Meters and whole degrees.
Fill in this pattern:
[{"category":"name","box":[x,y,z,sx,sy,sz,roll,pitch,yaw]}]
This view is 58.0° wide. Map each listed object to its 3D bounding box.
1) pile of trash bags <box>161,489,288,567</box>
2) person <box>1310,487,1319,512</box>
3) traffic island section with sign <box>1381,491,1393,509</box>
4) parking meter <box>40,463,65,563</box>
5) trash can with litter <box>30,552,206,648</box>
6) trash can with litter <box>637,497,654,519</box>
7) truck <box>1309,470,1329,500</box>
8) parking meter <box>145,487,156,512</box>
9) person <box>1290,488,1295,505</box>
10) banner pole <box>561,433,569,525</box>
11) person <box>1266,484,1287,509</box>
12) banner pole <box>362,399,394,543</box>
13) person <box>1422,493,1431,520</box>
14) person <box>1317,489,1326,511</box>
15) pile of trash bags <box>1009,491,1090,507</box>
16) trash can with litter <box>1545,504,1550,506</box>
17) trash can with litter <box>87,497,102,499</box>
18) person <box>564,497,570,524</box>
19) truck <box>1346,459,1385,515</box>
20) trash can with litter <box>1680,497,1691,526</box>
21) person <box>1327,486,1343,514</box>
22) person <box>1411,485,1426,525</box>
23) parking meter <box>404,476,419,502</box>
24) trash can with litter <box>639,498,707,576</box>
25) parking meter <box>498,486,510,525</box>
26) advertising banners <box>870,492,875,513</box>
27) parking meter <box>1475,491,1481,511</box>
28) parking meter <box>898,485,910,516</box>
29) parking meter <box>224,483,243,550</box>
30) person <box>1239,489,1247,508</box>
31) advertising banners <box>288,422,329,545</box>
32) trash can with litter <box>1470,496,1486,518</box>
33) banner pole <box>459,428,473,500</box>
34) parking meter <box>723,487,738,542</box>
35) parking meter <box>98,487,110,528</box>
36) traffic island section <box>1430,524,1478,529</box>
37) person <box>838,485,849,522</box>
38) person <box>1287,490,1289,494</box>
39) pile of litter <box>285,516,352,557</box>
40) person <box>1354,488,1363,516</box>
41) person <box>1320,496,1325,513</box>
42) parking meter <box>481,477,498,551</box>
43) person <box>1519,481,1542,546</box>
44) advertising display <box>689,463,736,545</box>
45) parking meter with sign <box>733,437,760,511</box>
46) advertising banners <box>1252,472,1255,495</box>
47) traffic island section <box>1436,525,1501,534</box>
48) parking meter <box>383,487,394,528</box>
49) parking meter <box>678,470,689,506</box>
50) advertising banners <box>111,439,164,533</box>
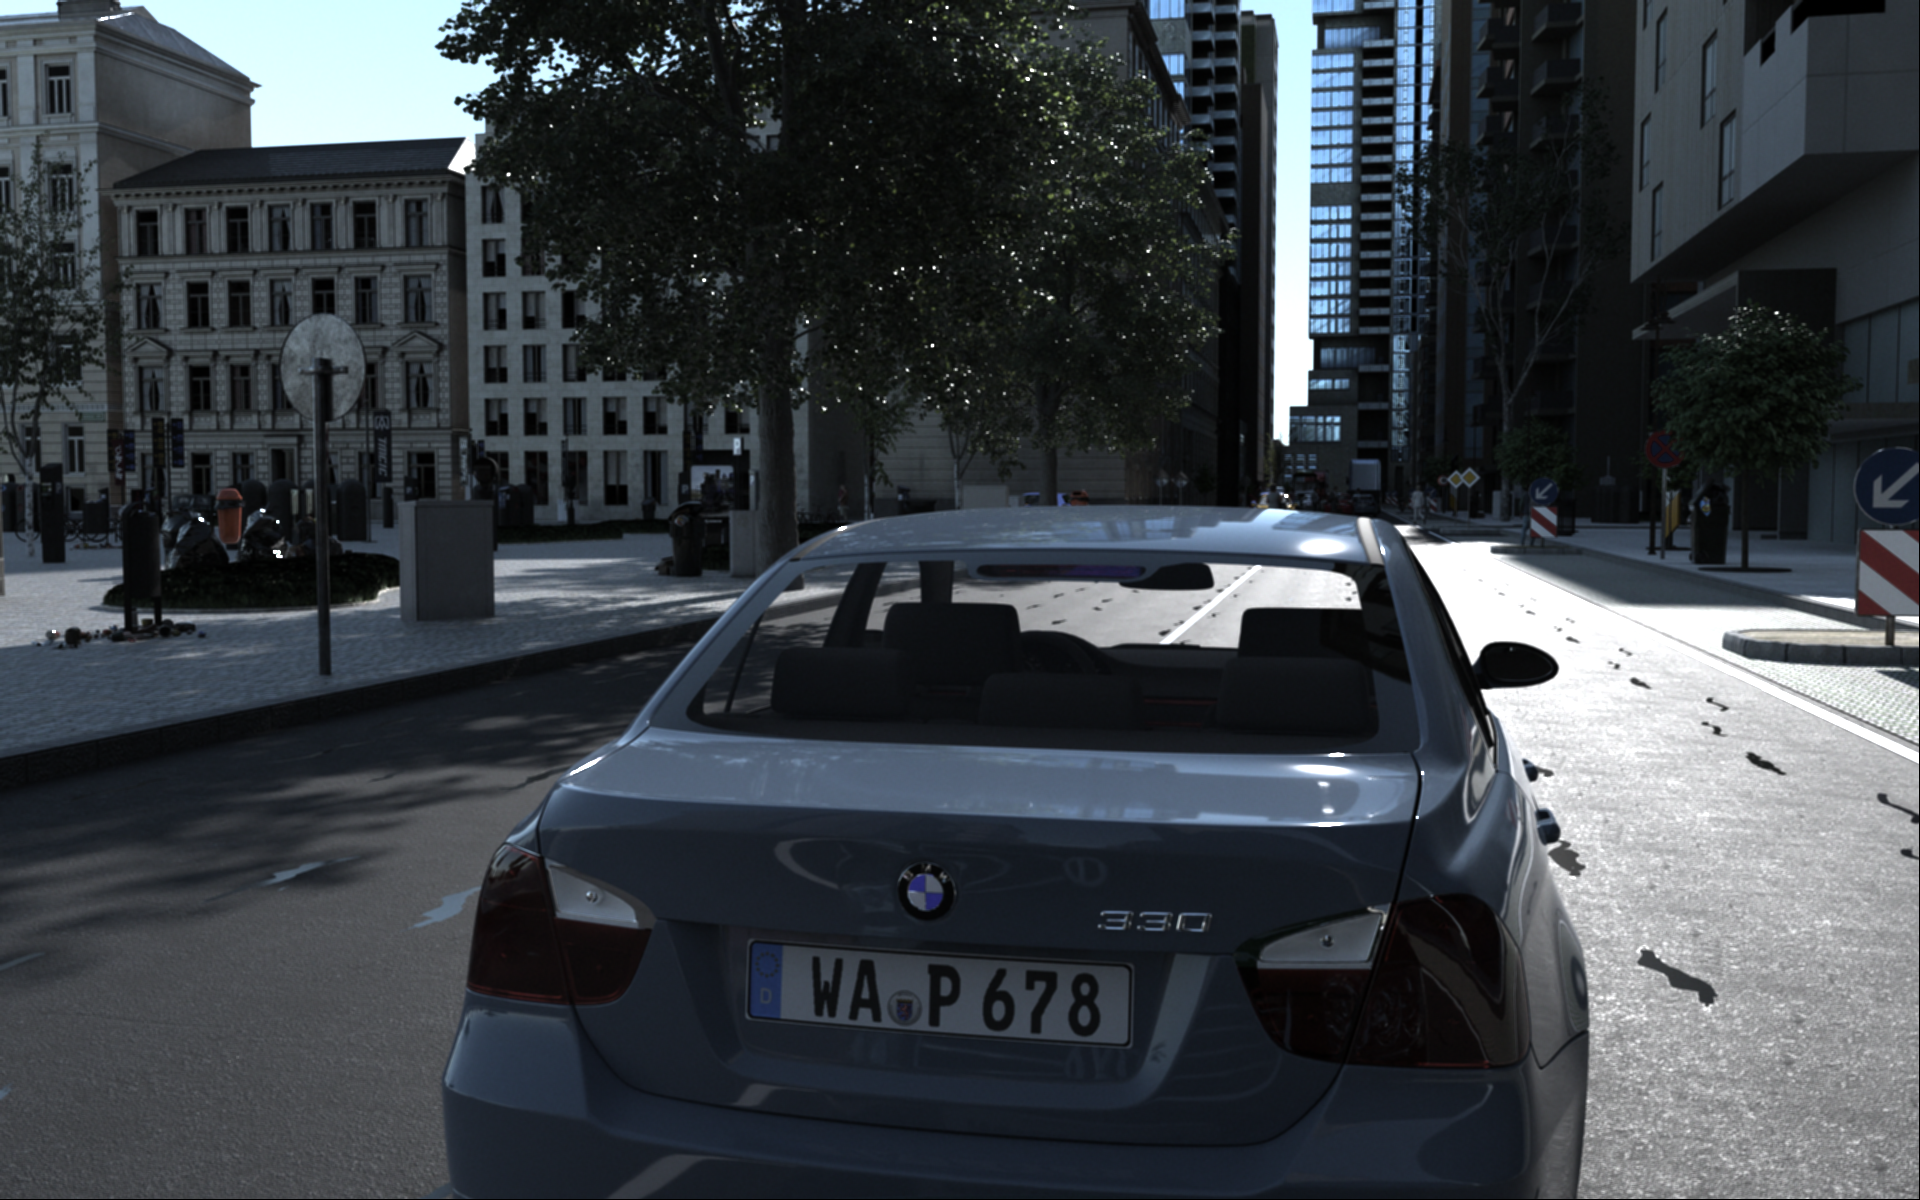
[{"category":"pile of trash bags","box":[-11.806,-1.109,27.891,1.912,1.369,3.447,-1,4,-22]},{"category":"person","box":[21.523,-5.932,105.336,0.661,1.843,0.795,-3,5,-42]},{"category":"traffic island section with sign","box":[48.747,-11.568,197.769,1.989,1.847,2.006,1,4,13]},{"category":"parking meter","box":[-16.949,-1.629,32.342,0.255,1.863,0.399,0,4,2]},{"category":"trash can with litter","box":[-7.601,-0.267,15.425,1.678,1.210,2.233,0,4,4]},{"category":"trash can with litter","box":[-12.776,-3.617,70.522,0.624,1.170,1.055,2,4,24]},{"category":"truck","box":[41.508,-13.012,201.658,2.839,4.237,11.283,1,4,14]},{"category":"parking meter","box":[-30.574,-3.488,65.433,0.372,1.533,0.369,0,3,0]},{"category":"person","box":[20.552,-6.047,107.375,0.388,1.821,0.555,-2,4,-26]},{"category":"banner pole","box":[-16.201,-4.959,71.101,0.401,3.779,0.863,1,4,8]},{"category":"person","box":[10.840,-3.076,59.144,0.716,1.782,0.532,2,4,29]},{"category":"banner pole","box":[-15.452,-3.418,45.901,0.863,3.779,0.401,0,4,-4]},{"category":"person","box":[25.307,-5.060,93.830,0.503,1.515,0.523,3,5,40]},{"category":"person","box":[30.925,-8.575,148.646,1.348,1.831,0.705,-2,4,-24]},{"category":"pile of trash bags","box":[2.459,-2.694,53.807,3.447,1.369,1.912,2,4,31]},{"category":"trash can with litter","box":[18.784,-2.727,55.975,0.624,1.170,1.055,1,4,13]},{"category":"trash can with litter","box":[-20.011,-1.830,40.985,2.233,1.210,1.678,-3,5,-40]},{"category":"person","box":[-17.344,-3.917,76.826,0.394,1.301,0.425,1,4,19]},{"category":"truck","box":[29.803,-8.463,128.122,2.967,4.110,18.799,1,4,14]},{"category":"trash can with litter","box":[29.642,-3.608,70.372,0.624,1.170,1.055,0,4,0]},{"category":"person","box":[19.456,-4.997,90.167,0.822,1.834,0.622,3,5,39]},{"category":"person","box":[21.233,-4.390,80.158,0.514,1.842,0.818,-2,4,-26]},{"category":"parking meter","box":[-17.489,-3.030,55.258,0.399,1.863,0.255,1,4,13]},{"category":"trash can with litter","box":[-4.452,-0.969,27.223,0.624,1.170,1.055,-3,5,-43]},{"category":"parking meter","box":[-14.888,-2.947,56.596,0.372,1.533,0.369,0,3,0]},{"category":"advertising banners","box":[-5.092,-7.264,114.954,2.074,3.025,0.090,-2,4,-33]},{"category":"parking meter","box":[38.816,-7.425,129.808,0.372,1.533,0.369,0,3,0]},{"category":"parking meter","box":[-1.646,-2.595,50.832,0.372,1.533,0.369,0,3,0]},{"category":"parking meter","box":[-16.737,-1.927,39.913,0.372,1.533,0.369,0,3,0]},{"category":"person","box":[15.661,-5.290,95.993,0.522,1.701,0.512,-3,4,-36]},{"category":"advertising banners","box":[-15.867,-2.816,42.232,2.074,3.025,0.090,3,5,43]},{"category":"trash can with litter","box":[27.500,-4.932,92.028,0.624,1.170,1.055,-2,4,-29]},{"category":"banner pole","box":[-18.753,-4.641,65.896,0.863,3.779,0.401,2,4,33]},{"category":"parking meter","box":[-5.431,-1.994,41.015,0.372,1.533,0.369,0,3,0]},{"category":"parking meter","box":[-32.421,-3.496,65.574,0.372,1.533,0.369,0,3,0]},{"category":"traffic island section","box":[20.532,-3.023,71.705,2.009,0.180,2.903,1,4,13]},{"category":"person","box":[-4.876,-3.927,72.679,0.580,1.828,0.573,3,5,44]},{"category":"person","box":[27.343,-8.292,144.349,0.850,1.792,0.678,1,4,12]},{"category":"pile of litter","box":[-12.718,-1.228,34.038,1.719,0.858,1.176,0,4,5]},{"category":"person","box":[26.005,-6.415,113.479,0.850,1.850,0.679,3,4,36]},{"category":"person","box":[20.096,-5.106,96.229,0.590,1.304,0.306,-2,4,-30]},{"category":"parking meter","box":[-10.588,-2.033,38.948,0.255,1.863,0.399,0,4,5]},{"category":"person","box":[14.983,-2.237,45.428,0.623,1.781,0.721,1,4,21]},{"category":"advertising display","box":[-5.194,-1.905,36.362,0.974,1.923,0.123,0,4,-2]},{"category":"parking meter with sign","box":[-6.133,-3.517,53.763,1.738,3.016,0.543,-2,4,-35]},{"category":"advertising banners","box":[22.987,-8.508,135.291,0.090,3.025,2.074,0,4,3]},{"category":"traffic island section","box":[18.789,-2.546,63.912,2.009,0.180,2.903,1,4,13]},{"category":"parking meter","box":[-21.663,-3.498,65.599,0.372,1.533,0.369,0,3,0]},{"category":"parking meter","box":[-6.330,-2.113,40.254,0.399,1.863,0.255,1,4,21]},{"category":"advertising banners","box":[-26.377,-3.631,55.559,0.090,3.025,2.074,1,4,20]}]
